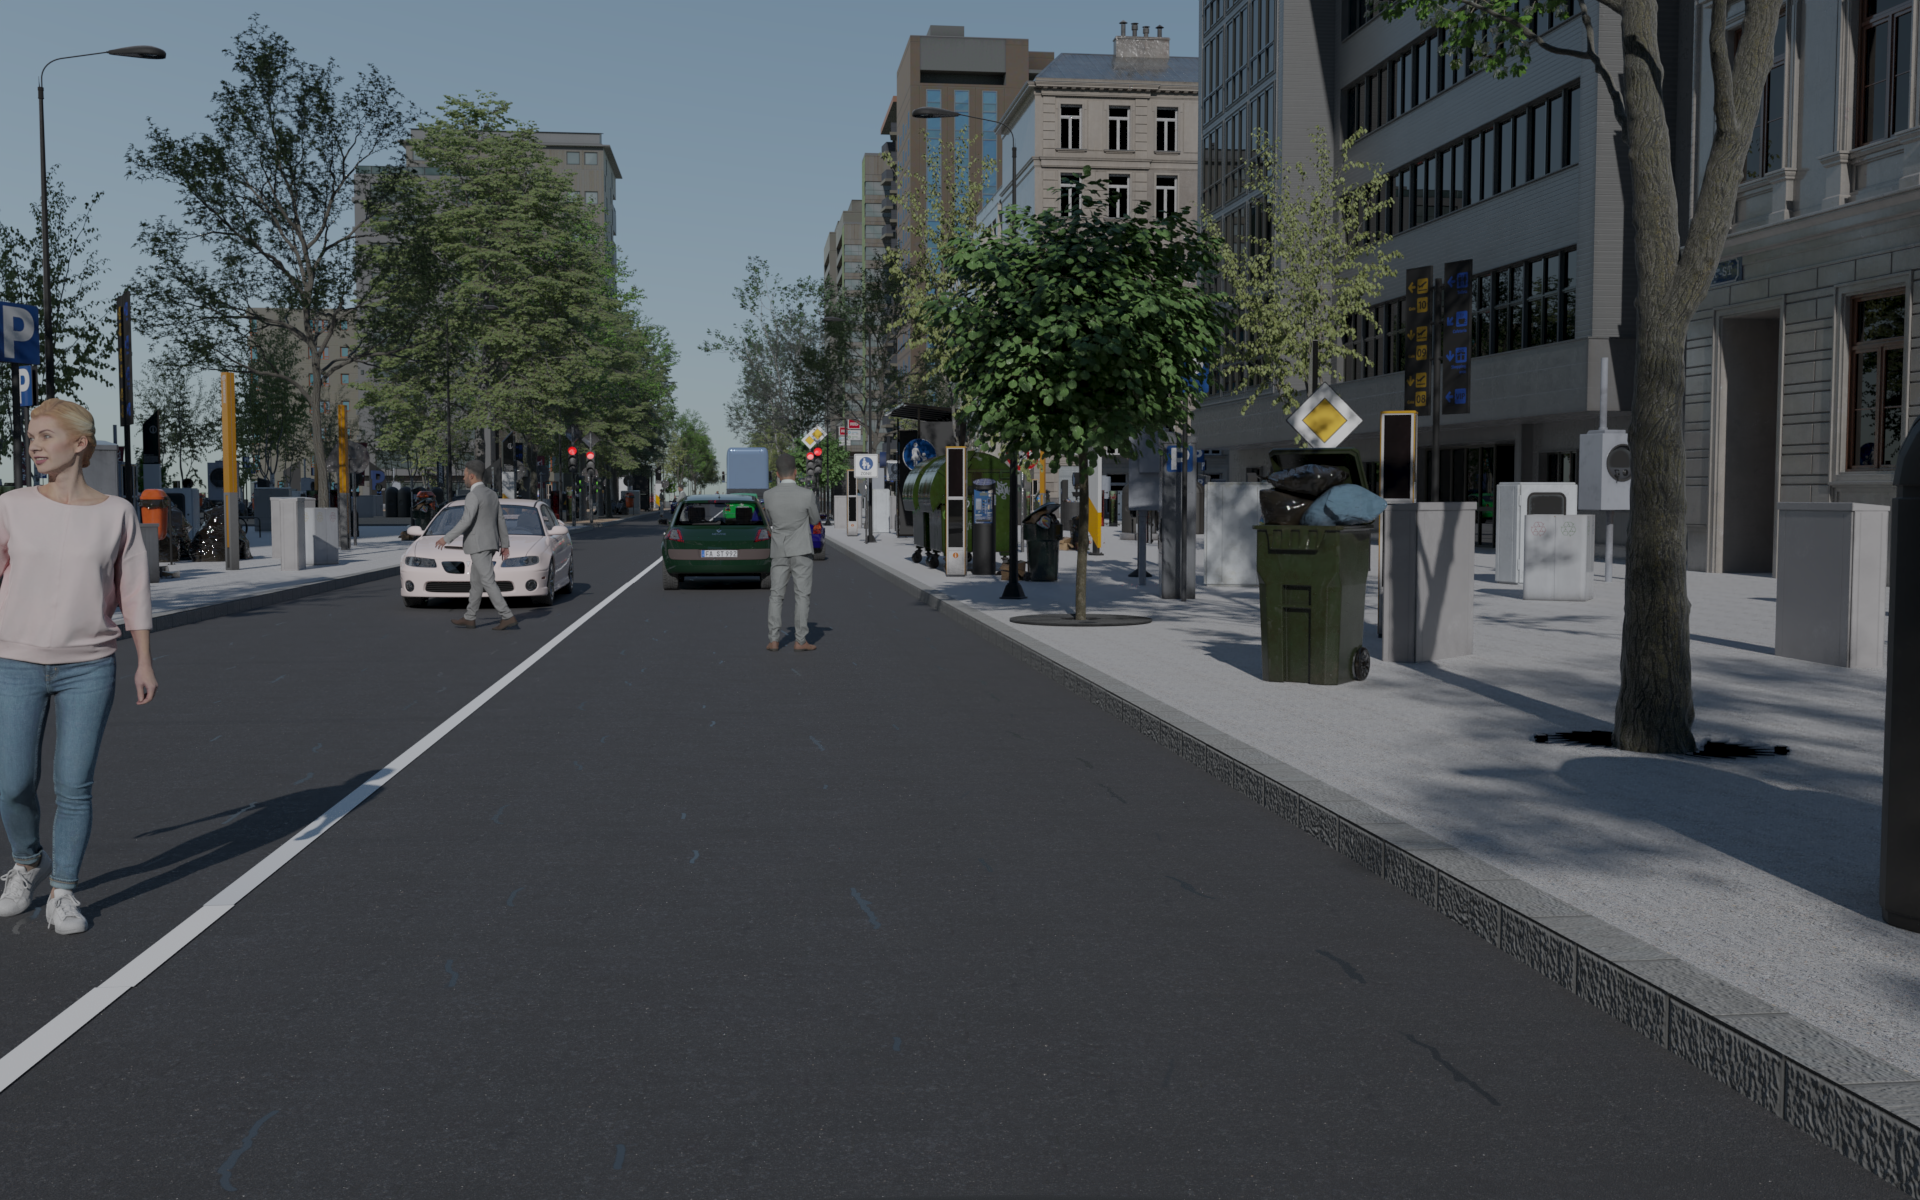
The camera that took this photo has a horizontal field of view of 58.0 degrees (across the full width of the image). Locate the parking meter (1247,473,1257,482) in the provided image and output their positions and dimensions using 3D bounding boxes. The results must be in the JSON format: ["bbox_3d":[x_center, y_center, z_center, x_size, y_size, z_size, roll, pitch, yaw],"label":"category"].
[{"bbox_3d":[8.013,-2.561,47.590,0.255,1.863,0.399,0,4,2],"label":"parking meter"}]

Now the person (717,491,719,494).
[{"bbox_3d":[-29.272,-12.278,209.275,0.705,1.821,1.348,-3,5,-39],"label":"person"}]

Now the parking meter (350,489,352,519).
[{"bbox_3d":[-21.868,-3.421,61.647,0.399,1.863,0.255,-1,4,-17],"label":"parking meter"}]

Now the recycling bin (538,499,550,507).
[{"bbox_3d":[-21.711,-4.810,91.204,0.722,1.027,0.722,2,4,35],"label":"recycling bin"}]

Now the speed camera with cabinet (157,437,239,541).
[{"bbox_3d":[-20.937,-3.254,47.535,2.038,3.252,0.660,0,4,-6],"label":"speed camera with cabinet"}]

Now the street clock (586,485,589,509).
[{"bbox_3d":[-31.258,-8.608,145.309,0.358,2.002,0.471,2,4,31],"label":"street clock"}]

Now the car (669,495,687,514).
[{"bbox_3d":[-20.136,-6.921,125.746,1.945,1.354,3.894,-1,4,-9],"label":"car"}]

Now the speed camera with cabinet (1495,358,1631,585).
[{"bbox_3d":[8.739,-1.865,24.831,2.038,3.252,0.660,-1,4,-17],"label":"speed camera with cabinet"}]

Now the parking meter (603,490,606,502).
[{"bbox_3d":[-24.285,-6.754,118.833,0.372,1.533,0.369,0,3,0],"label":"parking meter"}]

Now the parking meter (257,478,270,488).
[{"bbox_3d":[-24.812,-3.429,61.768,0.399,1.863,0.255,0,4,4],"label":"parking meter"}]

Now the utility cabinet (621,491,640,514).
[{"bbox_3d":[-20.846,-6.170,109.555,1.173,1.500,0.318,0,4,2],"label":"utility cabinet"}]

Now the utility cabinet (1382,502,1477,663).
[{"bbox_3d":[3.668,-0.146,13.552,0.306,1.237,1.020,3,5,41],"label":"utility cabinet"}]

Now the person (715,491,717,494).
[{"bbox_3d":[-36.145,-15.231,257.401,0.709,1.838,0.599,-1,4,-18],"label":"person"}]

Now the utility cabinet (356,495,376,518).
[{"bbox_3d":[-32.397,-5.071,94.074,0.306,1.237,1.020,3,4,38],"label":"utility cabinet"}]

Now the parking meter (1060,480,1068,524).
[{"bbox_3d":[4.257,-3.975,70.704,0.255,1.863,0.399,-1,4,-9],"label":"parking meter"}]

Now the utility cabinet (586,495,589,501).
[{"bbox_3d":[-31.546,-8.288,146.665,0.306,1.237,1.020,-1,4,-18],"label":"utility cabinet"}]

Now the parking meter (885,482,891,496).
[{"bbox_3d":[-3.320,-4.416,77.918,0.399,1.863,0.255,-1,4,-17],"label":"parking meter"}]

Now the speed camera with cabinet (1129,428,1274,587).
[{"bbox_3d":[3.418,-1.829,24.242,2.038,3.252,0.660,1,4,15],"label":"speed camera with cabinet"}]

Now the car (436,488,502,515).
[{"bbox_3d":[-20.881,-3.856,72.831,4.222,1.686,2.009,0,4,-7],"label":"car"}]

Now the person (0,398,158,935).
[{"bbox_3d":[-3.091,0.209,5.756,0.731,1.740,0.598,-2,4,-30],"label":"person"}]

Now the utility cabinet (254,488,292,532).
[{"bbox_3d":[-23.206,-3.048,58.513,1.173,1.500,0.318,0,4,-1],"label":"utility cabinet"}]

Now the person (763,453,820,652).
[{"bbox_3d":[-1.542,-0.443,15.917,0.511,1.800,0.466,0,4,-1],"label":"person"}]

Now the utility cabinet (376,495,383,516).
[{"bbox_3d":[-33.734,-5.452,100.303,0.306,1.237,1.020,0,4,3],"label":"utility cabinet"}]

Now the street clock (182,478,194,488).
[{"bbox_3d":[-34.890,-4.509,78.288,0.471,2.002,0.358,-2,4,-32],"label":"street clock"}]

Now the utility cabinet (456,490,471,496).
[{"bbox_3d":[-25.188,-4.901,88.810,1.173,1.500,0.318,-2,4,-29],"label":"utility cabinet"}]

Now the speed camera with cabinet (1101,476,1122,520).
[{"bbox_3d":[7.547,-5.596,85.824,0.660,3.252,2.038,-3,5,-41],"label":"speed camera with cabinet"}]

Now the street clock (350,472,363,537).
[{"bbox_3d":[-18.147,-2.895,51.896,0.471,2.002,0.358,0,4,6],"label":"street clock"}]

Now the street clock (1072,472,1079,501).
[{"bbox_3d":[3.886,-3.253,57.750,0.358,2.002,0.471,-1,4,-9],"label":"street clock"}]

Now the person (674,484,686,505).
[{"bbox_3d":[-10.737,-3.533,66.453,0.466,1.800,0.511,-1,4,-11],"label":"person"}]

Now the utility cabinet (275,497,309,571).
[{"bbox_3d":[-11.333,-1.116,29.407,0.306,1.237,1.020,-1,4,-14],"label":"utility cabinet"}]

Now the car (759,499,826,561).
[{"bbox_3d":[-3.925,-1.589,38.565,1.945,1.354,3.894,0,4,-7],"label":"car"}]

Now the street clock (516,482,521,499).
[{"bbox_3d":[-26.916,-6.147,105.069,0.471,2.002,0.358,-3,5,-40],"label":"street clock"}]

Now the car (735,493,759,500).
[{"bbox_3d":[-9.911,-4.316,79.365,1.959,1.807,4.718,0,4,-6],"label":"car"}]

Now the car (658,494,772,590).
[{"bbox_3d":[-3.771,-1.071,27.301,2.009,1.686,4.222,0,4,-7],"label":"car"}]

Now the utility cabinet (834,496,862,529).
[{"bbox_3d":[-4.165,-3.266,64.559,1.020,1.237,0.306,0,4,3],"label":"utility cabinet"}]

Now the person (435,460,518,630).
[{"bbox_3d":[-5.061,-0.583,18.313,0.850,1.792,0.678,1,4,12],"label":"person"}]

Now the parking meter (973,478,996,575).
[{"bbox_3d":[0.385,-1.168,27.506,0.372,1.533,0.369,0,3,0],"label":"parking meter"}]

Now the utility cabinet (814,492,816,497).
[{"bbox_3d":[-10.956,-7.882,137.545,1.173,1.500,0.318,1,4,11],"label":"utility cabinet"}]

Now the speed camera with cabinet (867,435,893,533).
[{"bbox_3d":[-2.724,-3.854,57.351,0.660,3.252,2.038,-1,4,-10],"label":"speed camera with cabinet"}]

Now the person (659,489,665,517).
[{"bbox_3d":[-18.596,-6.062,108.166,0.362,1.759,0.519,-1,4,-16],"label":"person"}]

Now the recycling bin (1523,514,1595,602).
[{"bbox_3d":[7.289,-0.521,21.073,0.722,1.027,0.722,2,4,28],"label":"recycling bin"}]

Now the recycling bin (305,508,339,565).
[{"bbox_3d":[-11.823,-1.159,31.512,0.722,1.027,0.722,1,4,19],"label":"recycling bin"}]

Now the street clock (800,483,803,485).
[{"bbox_3d":[-8.502,-5.389,92.675,0.358,2.002,0.471,1,4,12],"label":"street clock"}]

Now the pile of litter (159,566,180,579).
[{"bbox_3d":[-12.733,-0.772,26.591,1.719,0.858,1.176,3,5,43],"label":"pile of litter"}]

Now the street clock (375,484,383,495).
[{"bbox_3d":[-42.205,-7.416,125.827,0.471,2.002,0.358,1,4,12],"label":"street clock"}]

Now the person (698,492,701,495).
[{"bbox_3d":[-31.921,-12.475,212.989,1.217,1.766,0.721,3,5,41],"label":"person"}]

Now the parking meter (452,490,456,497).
[{"bbox_3d":[-34.259,-6.643,117.026,0.372,1.533,0.369,0,3,0],"label":"parking meter"}]

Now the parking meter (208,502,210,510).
[{"bbox_3d":[-45.132,-5.872,104.419,0.372,1.533,0.369,0,3,0],"label":"parking meter"}]

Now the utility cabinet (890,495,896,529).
[{"bbox_3d":[-2.693,-3.234,64.034,0.306,1.237,1.020,-3,4,-37],"label":"utility cabinet"}]

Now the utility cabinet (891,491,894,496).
[{"bbox_3d":[-5.716,-7.905,137.930,0.318,1.500,1.173,2,4,34],"label":"utility cabinet"}]

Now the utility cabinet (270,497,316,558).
[{"bbox_3d":[-13.469,-1.460,35.034,0.306,1.237,1.020,1,4,18],"label":"utility cabinet"}]

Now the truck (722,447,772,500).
[{"bbox_3d":[-11.449,-6.389,94.211,2.967,4.110,18.799,0,4,-8],"label":"truck"}]

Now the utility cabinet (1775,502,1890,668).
[{"bbox_3d":[6.654,-0.127,13.243,0.306,1.237,1.020,0,4,-4],"label":"utility cabinet"}]

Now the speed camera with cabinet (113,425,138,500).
[{"bbox_3d":[-23.942,-3.328,48.747,0.660,3.252,2.038,0,4,4],"label":"speed camera with cabinet"}]

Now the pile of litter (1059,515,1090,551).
[{"bbox_3d":[2.477,-1.583,39.847,1.176,0.858,1.719,1,4,19],"label":"pile of litter"}]

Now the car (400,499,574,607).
[{"bbox_3d":[-6.331,-0.683,23.530,2.083,1.381,4.827,0,4,-8],"label":"car"}]

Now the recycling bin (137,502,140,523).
[{"bbox_3d":[-26.954,-2.665,56.134,0.722,1.027,0.722,3,4,36],"label":"recycling bin"}]

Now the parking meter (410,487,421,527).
[{"bbox_3d":[-18.826,-3.153,59.957,0.372,1.533,0.369,0,3,0],"label":"parking meter"}]
